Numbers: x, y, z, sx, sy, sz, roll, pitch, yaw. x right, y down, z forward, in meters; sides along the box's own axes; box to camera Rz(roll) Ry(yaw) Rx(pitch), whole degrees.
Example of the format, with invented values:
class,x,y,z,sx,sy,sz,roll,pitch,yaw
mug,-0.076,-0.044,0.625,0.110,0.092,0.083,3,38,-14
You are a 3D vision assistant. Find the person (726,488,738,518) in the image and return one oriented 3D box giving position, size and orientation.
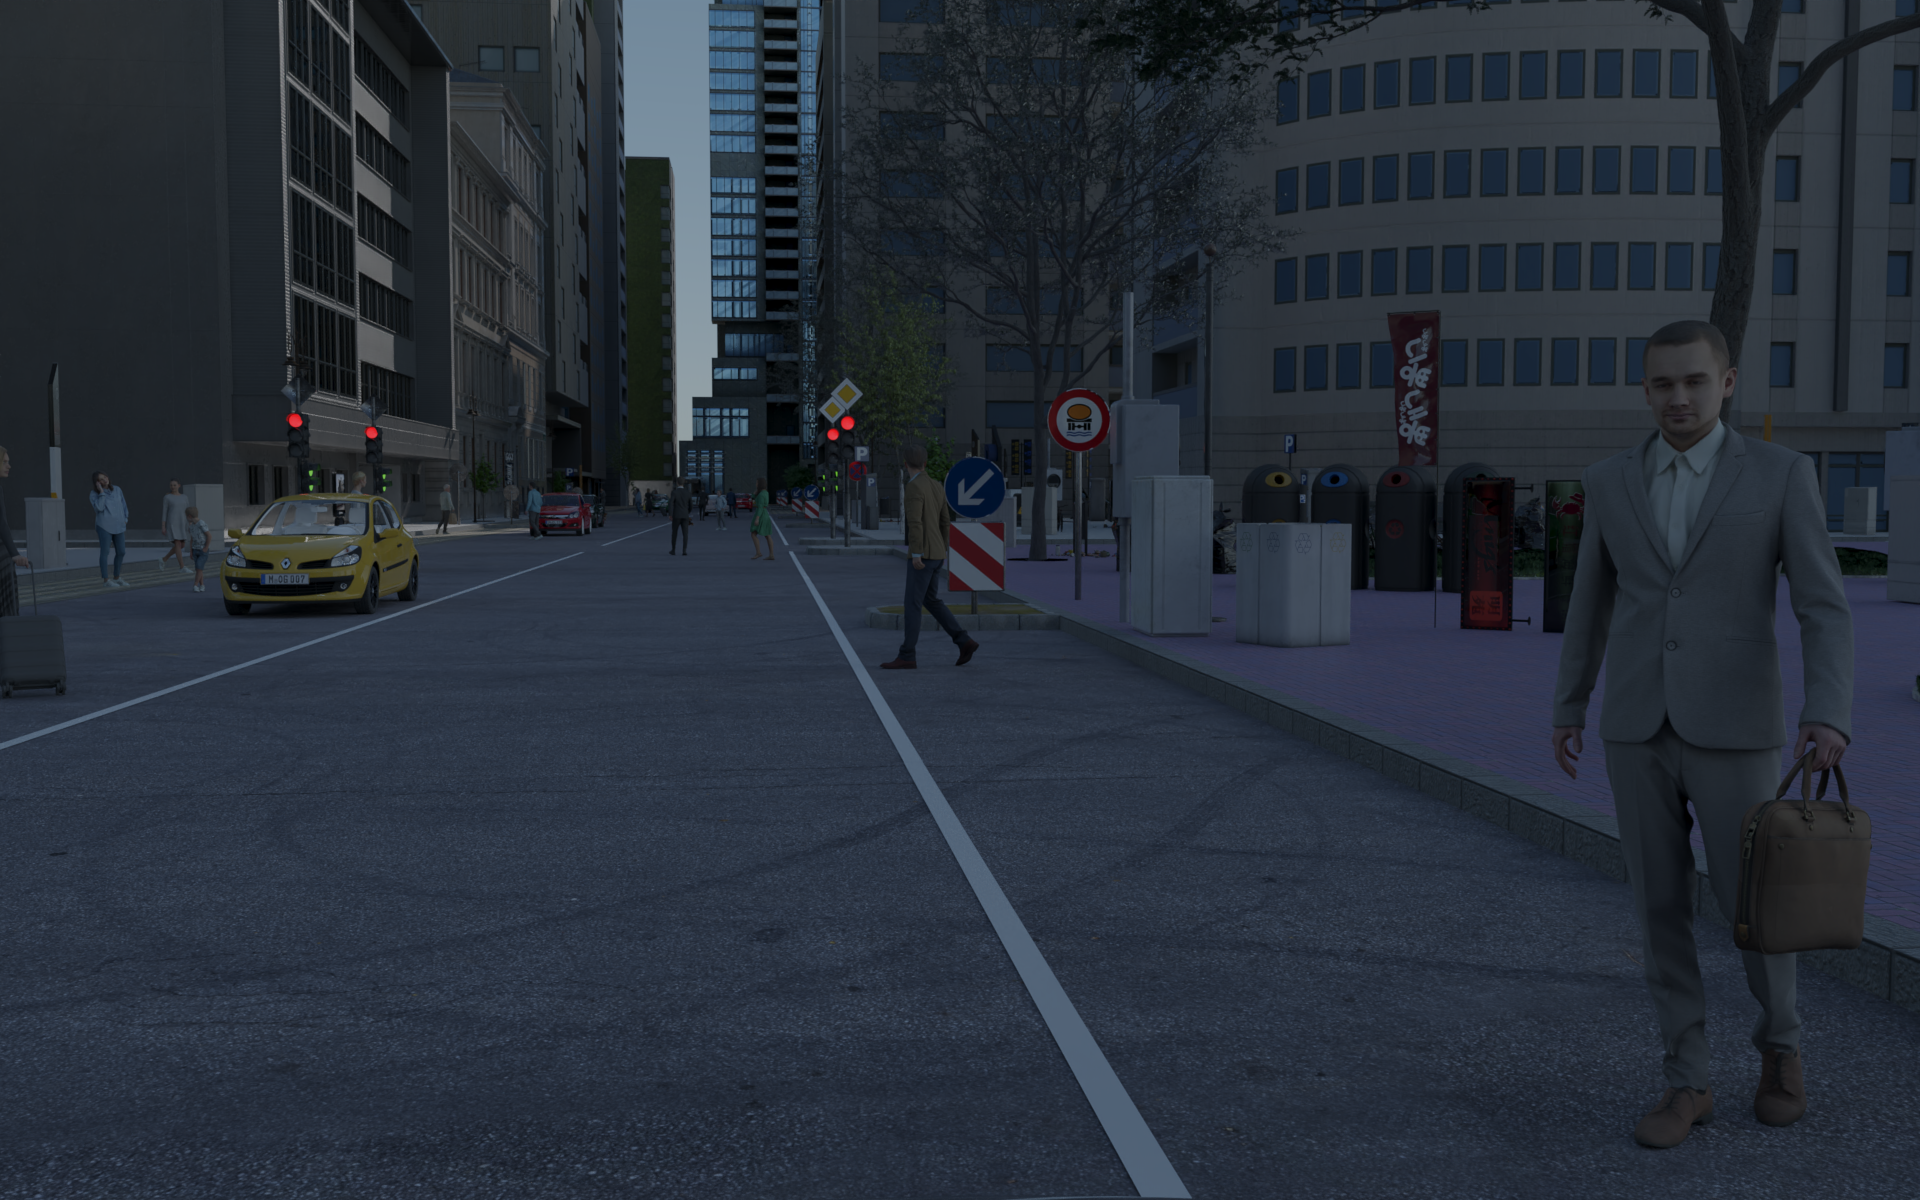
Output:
class,x,y,z,sx,sy,sz,roll,pitch,yaw
person,-13.620,-5.797,103.459,0.721,1.800,0.419,0,4,-3

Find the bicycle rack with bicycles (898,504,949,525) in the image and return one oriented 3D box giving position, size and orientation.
class,x,y,z,sx,sy,sz,roll,pitch,yaw
bicycle rack with bicycles,-1.446,-3.682,73.582,2.852,0.926,2.925,1,4,9

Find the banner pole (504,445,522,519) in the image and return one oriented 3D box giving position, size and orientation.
class,x,y,z,sx,sy,sz,roll,pitch,yaw
banner pole,-22.880,-6.032,88.633,0.863,3.779,0.401,-1,4,-21

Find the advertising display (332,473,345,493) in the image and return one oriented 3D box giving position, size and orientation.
class,x,y,z,sx,sy,sz,roll,pitch,yaw
advertising display,-18.836,-2.894,52.535,0.123,1.923,0.974,0,4,-4

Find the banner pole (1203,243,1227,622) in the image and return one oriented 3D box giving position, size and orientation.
class,x,y,z,sx,sy,sz,roll,pitch,yaw
banner pole,2.513,-1.689,17.628,0.401,3.779,0.863,0,4,4

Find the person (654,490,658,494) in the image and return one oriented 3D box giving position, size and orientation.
class,x,y,z,sx,sy,sz,roll,pitch,yaw
person,-29.268,-9.677,166.659,1.348,1.831,0.705,1,4,21

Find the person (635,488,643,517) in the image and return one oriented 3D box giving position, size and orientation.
class,x,y,z,sx,sy,sz,roll,pitch,yaw
person,-20.079,-6.090,108.329,0.793,1.790,0.793,2,4,31

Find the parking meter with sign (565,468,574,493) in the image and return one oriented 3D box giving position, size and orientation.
class,x,y,z,sx,sy,sz,roll,pitch,yaw
parking meter with sign,-25.859,-7.232,114.497,0.543,3.016,1.738,0,4,-8

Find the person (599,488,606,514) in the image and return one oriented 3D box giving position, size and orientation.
class,x,y,z,sx,sy,sz,roll,pitch,yaw
person,-23.803,-6.541,115.250,0.447,1.846,0.655,-1,4,-12

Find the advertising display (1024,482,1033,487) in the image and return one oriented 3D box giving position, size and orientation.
class,x,y,z,sx,sy,sz,roll,pitch,yaw
advertising display,3.597,-5.231,90.745,0.123,1.923,0.974,-1,4,-21

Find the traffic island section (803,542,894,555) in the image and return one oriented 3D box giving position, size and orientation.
class,x,y,z,sx,sy,sz,roll,pitch,yaw
traffic island section,-2.704,-1.203,41.957,2.009,0.180,2.903,0,4,-7

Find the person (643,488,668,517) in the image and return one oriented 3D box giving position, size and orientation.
class,x,y,z,sx,sy,sz,roll,pitch,yaw
person,-19.412,-6.196,110.020,1.509,1.804,0.699,1,4,14

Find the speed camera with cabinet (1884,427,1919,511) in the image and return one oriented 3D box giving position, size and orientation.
class,x,y,z,sx,sy,sz,roll,pitch,yaw
speed camera with cabinet,13.586,-1.845,24.509,0.660,3.252,2.038,3,4,39

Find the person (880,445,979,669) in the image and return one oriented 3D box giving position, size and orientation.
class,x,y,z,sx,sy,sz,roll,pitch,yaw
person,-0.260,-0.361,14.307,0.836,1.842,0.656,-1,4,-8

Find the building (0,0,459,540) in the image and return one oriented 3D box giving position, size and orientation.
class,x,y,z,sx,sy,sz,roll,pitch,yaw
building,-27.858,-14.865,62.111,14.314,24.678,30.058,0,4,-7

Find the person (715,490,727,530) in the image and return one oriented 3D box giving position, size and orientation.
class,x,y,z,sx,sy,sz,roll,pitch,yaw
person,-9.542,-3.579,68.834,0.589,1.601,0.330,3,5,40

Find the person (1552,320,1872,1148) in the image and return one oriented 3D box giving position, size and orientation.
class,x,y,z,sx,sy,sz,roll,pitch,yaw
person,1.640,0.293,3.836,0.709,1.813,0.853,2,4,35

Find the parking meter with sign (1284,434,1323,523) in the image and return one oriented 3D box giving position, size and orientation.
class,x,y,z,sx,sy,sz,roll,pitch,yaw
parking meter with sign,10.430,-3.346,50.973,1.738,3.016,0.543,-1,4,-20

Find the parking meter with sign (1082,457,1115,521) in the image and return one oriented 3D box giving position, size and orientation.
class,x,y,z,sx,sy,sz,roll,pitch,yaw
parking meter with sign,6.453,-5.194,81.187,1.738,3.016,0.543,-1,4,-10

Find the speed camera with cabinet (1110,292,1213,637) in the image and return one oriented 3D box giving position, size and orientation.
class,x,y,z,sx,sy,sz,roll,pitch,yaw
speed camera with cabinet,1.900,-1.351,16.427,0.660,3.252,2.038,0,4,-5

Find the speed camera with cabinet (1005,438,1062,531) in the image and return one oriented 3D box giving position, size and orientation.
class,x,y,z,sx,sy,sz,roll,pitch,yaw
speed camera with cabinet,2.584,-4.093,61.256,2.038,3.252,0.660,-1,4,-21

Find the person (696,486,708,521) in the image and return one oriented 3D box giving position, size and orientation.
class,x,y,z,sx,sy,sz,roll,pitch,yaw
person,-13.890,-5.203,93.350,0.659,1.850,0.755,0,4,-7

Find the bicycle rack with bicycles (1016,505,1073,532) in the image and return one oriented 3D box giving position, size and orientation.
class,x,y,z,sx,sy,sz,roll,pitch,yaw
bicycle rack with bicycles,2.744,-2.752,58.370,2.852,0.926,2.925,-1,4,-12

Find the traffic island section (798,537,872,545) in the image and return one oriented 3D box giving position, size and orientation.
class,x,y,z,sx,sy,sz,roll,pitch,yaw
traffic island section,-3.633,-1.689,49.888,2.009,0.180,2.903,0,4,-7

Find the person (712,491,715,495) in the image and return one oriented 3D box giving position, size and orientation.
class,x,y,z,sx,sy,sz,roll,pitch,yaw
person,-27.369,-11.263,192.607,0.705,1.831,1.348,-1,4,-10

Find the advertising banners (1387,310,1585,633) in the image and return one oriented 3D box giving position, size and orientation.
class,x,y,z,sx,sy,sz,roll,pitch,yaw
advertising banners,4.993,-1.227,16.250,2.074,3.025,0.090,2,4,33

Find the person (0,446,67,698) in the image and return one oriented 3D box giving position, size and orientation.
class,x,y,z,sx,sy,sz,roll,pitch,yaw
person,-7.037,-0.242,12.673,0.699,1.804,1.509,-2,4,-34

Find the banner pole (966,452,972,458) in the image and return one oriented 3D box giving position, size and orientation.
class,x,y,z,sx,sy,sz,roll,pitch,yaw
banner pole,0.556,-6.124,90.148,0.401,3.779,0.863,3,5,39

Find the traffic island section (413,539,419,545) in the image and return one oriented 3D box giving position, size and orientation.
class,x,y,z,sx,sy,sz,roll,pitch,yaw
traffic island section,-16.339,-1.598,48.409,2.009,0.180,2.903,0,4,-7

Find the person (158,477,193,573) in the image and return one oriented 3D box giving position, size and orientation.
class,x,y,z,sx,sy,sz,roll,pitch,yaw
person,-14.246,-1.354,31.385,0.760,1.731,0.466,1,4,11

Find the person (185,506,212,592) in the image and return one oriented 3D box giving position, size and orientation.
class,x,y,z,sx,sy,sz,roll,pitch,yaw
person,-11.150,-0.745,25.368,0.352,1.250,0.332,-2,4,-27

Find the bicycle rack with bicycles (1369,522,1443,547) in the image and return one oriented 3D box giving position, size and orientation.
class,x,y,z,sx,sy,sz,roll,pitch,yaw
bicycle rack with bicycles,8.527,-1.119,31.675,2.925,0.926,2.852,0,4,-1

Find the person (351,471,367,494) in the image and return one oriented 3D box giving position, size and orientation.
class,x,y,z,sx,sy,sz,roll,pitch,yaw
person,-9.335,-1.100,26.838,0.624,1.780,0.694,-1,4,-9

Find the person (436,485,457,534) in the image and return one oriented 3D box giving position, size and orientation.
class,x,y,z,sx,sy,sz,roll,pitch,yaw
person,-18.241,-3.213,61.514,0.782,1.767,0.515,3,4,38

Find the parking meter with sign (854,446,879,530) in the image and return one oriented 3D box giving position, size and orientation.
class,x,y,z,sx,sy,sz,roll,pitch,yaw
parking meter with sign,-3.323,-4.057,62.591,0.543,3.016,1.738,-1,4,-19

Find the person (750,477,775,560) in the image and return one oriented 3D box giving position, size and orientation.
class,x,y,z,sx,sy,sz,roll,pitch,yaw
person,-4.278,-1.758,37.483,0.529,1.795,0.600,0,4,-4

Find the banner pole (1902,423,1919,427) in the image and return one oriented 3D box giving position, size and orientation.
class,x,y,z,sx,sy,sz,roll,pitch,yaw
banner pole,29.406,-3.874,53.359,0.863,3.779,0.401,3,5,41

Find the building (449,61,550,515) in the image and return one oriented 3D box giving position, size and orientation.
class,x,y,z,sx,sy,sz,roll,pitch,yaw
building,-33.513,-19.732,108.530,13.634,28.700,20.117,0,4,-7

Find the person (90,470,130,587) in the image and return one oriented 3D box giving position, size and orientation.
class,x,y,z,sx,sy,sz,roll,pitch,yaw
person,-13.067,-1.092,26.618,0.793,1.790,0.793,0,4,-4

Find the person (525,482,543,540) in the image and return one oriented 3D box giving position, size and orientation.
class,x,y,z,sx,sy,sz,roll,pitch,yaw
person,-13.271,-2.790,54.135,0.620,1.820,0.660,1,4,18

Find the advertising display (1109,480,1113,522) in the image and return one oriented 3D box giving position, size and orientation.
class,x,y,z,sx,sy,sz,roll,pitch,yaw
advertising display,6.879,-4.504,78.848,0.123,1.923,0.974,0,4,2

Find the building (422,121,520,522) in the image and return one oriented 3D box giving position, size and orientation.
class,x,y,z,sx,sy,sz,roll,pitch,yaw
building,-29.703,-15.429,88.426,11.583,22.565,21.152,0,4,-7
